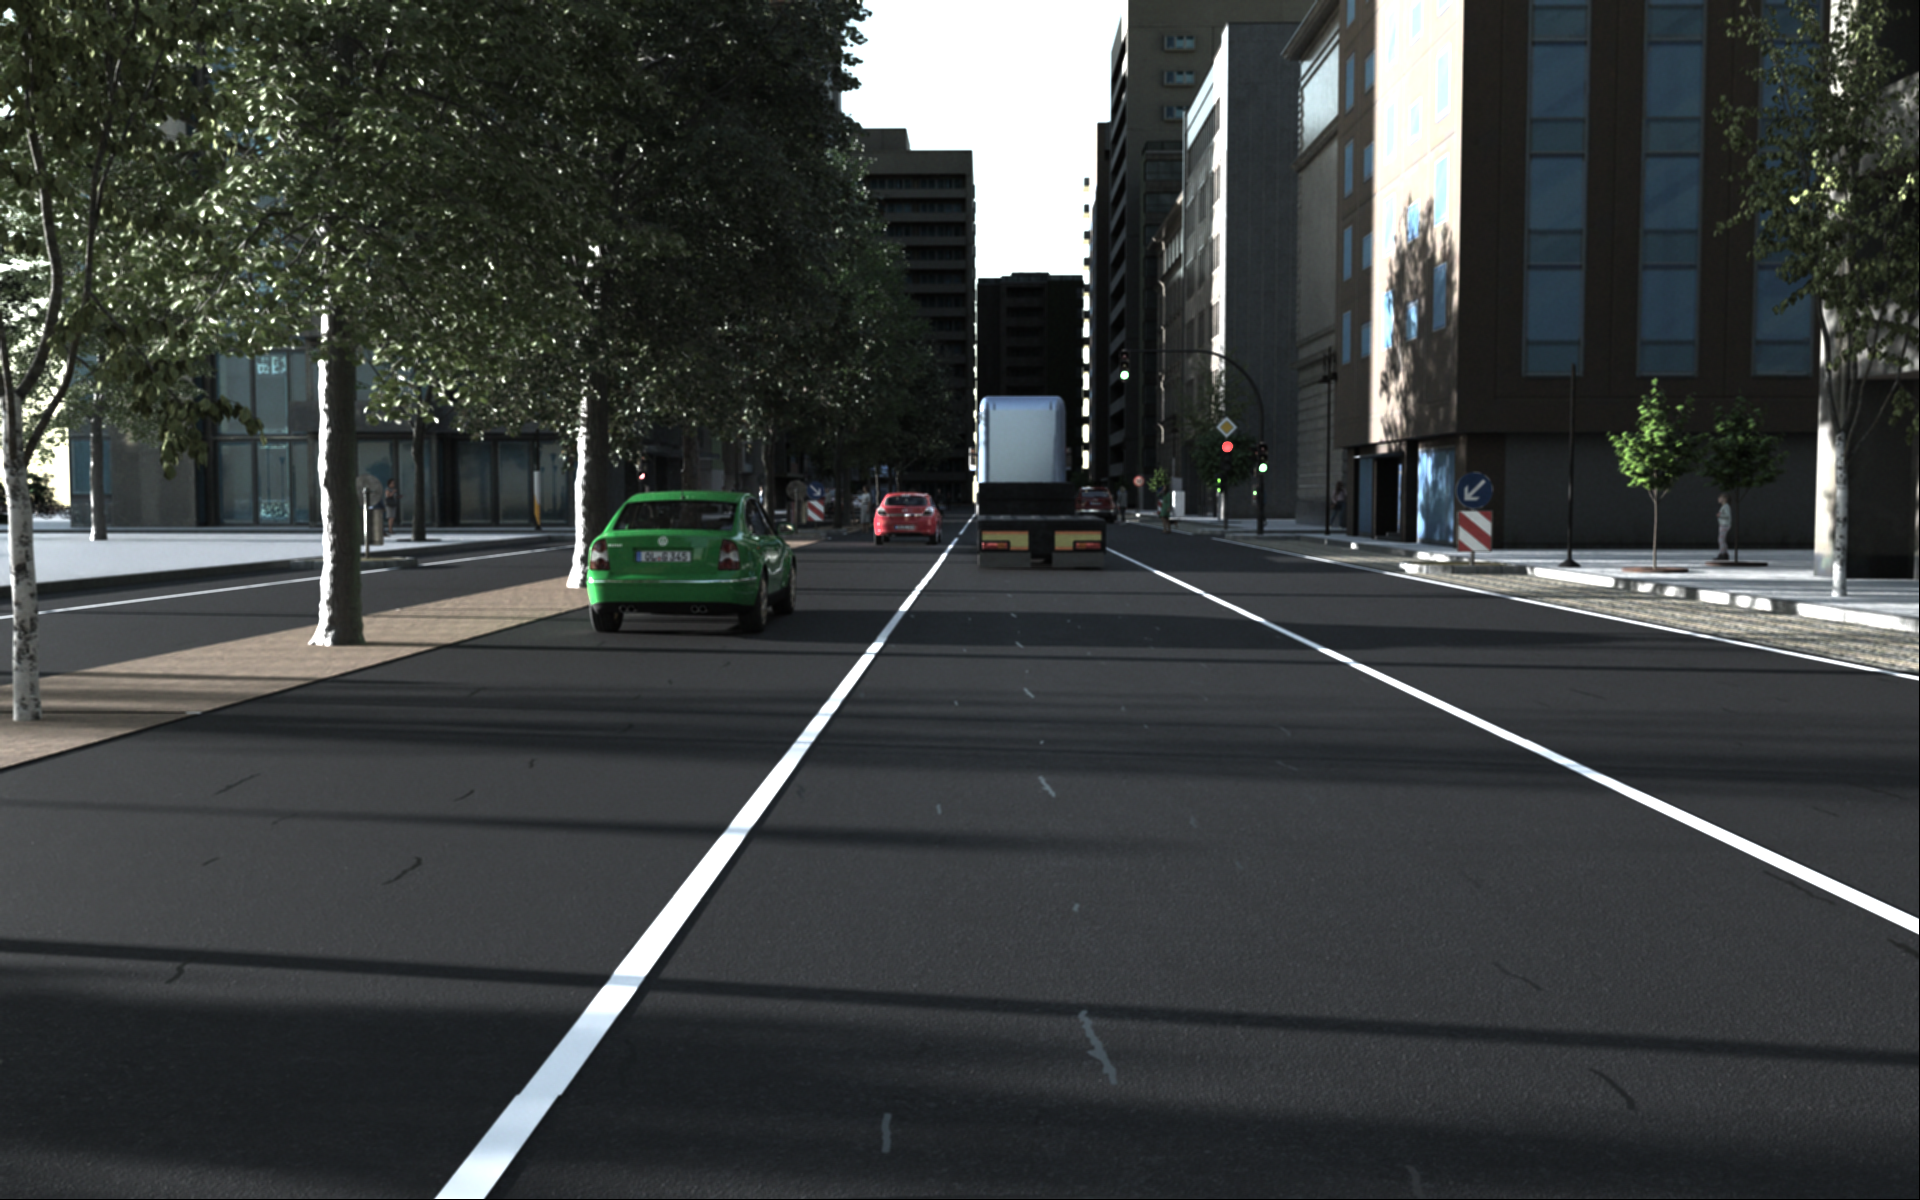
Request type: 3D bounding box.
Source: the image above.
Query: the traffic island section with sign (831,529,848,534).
[{"bbox_3d":[-5.150,-3.335,62.659,2.006,1.907,1.989,0,4,1],"label":"traffic island section with sign"}]

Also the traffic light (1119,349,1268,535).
[{"bbox_3d":[7.372,-4.885,54.540,4.771,5.953,1.251,0,4,1],"label":"traffic light"}]

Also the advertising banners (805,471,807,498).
[{"bbox_3d":[-11.916,-8.304,131.953,0.090,3.025,2.074,1,4,11],"label":"advertising banners"}]

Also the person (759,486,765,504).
[{"bbox_3d":[-13.626,-6.947,119.653,0.654,1.822,0.581,-1,4,-21],"label":"person"}]

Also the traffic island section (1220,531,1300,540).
[{"bbox_3d":[9.505,-1.986,54.758,2.009,0.180,2.903,0,4,1],"label":"traffic island section"}]

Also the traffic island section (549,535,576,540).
[{"bbox_3d":[-11.733,-2.009,55.131,2.009,0.180,2.903,0,4,1],"label":"traffic island section"}]

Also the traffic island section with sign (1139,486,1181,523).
[{"bbox_3d":[10.083,-4.814,87.337,1.989,1.847,2.006,0,4,1],"label":"traffic island section with sign"}]

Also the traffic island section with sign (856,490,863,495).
[{"bbox_3d":[-9.501,-9.555,164.853,1.989,1.847,2.006,0,4,1],"label":"traffic island section with sign"}]

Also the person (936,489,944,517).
[{"bbox_3d":[-1.273,-6.018,107.309,0.576,1.772,0.534,3,4,36],"label":"person"}]

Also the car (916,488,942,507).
[{"bbox_3d":[-1.738,-3.735,70.847,2.009,1.686,4.222,0,3,0],"label":"car"}]

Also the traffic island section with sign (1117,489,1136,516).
[{"bbox_3d":[10.539,-6.462,114.288,1.989,1.847,2.006,0,4,1],"label":"traffic island section with sign"}]

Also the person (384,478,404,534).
[{"bbox_3d":[-18.060,-2.982,55.152,0.532,1.782,0.716,0,4,5],"label":"person"}]

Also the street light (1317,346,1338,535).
[{"bbox_3d":[11.544,-4.982,54.245,0.468,5.910,1.993,0,4,1],"label":"street light"}]

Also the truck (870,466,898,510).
[{"bbox_3d":[-6.474,-10.337,158.775,2.967,4.110,18.799,0,4,3],"label":"truck"}]

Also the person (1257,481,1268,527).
[{"bbox_3d":[11.698,-3.712,67.070,0.444,1.785,0.601,3,5,41],"label":"person"}]

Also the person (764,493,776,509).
[{"bbox_3d":[-8.121,-4.009,74.063,0.555,1.821,0.388,-2,4,-23],"label":"person"}]

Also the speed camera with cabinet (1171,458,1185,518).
[{"bbox_3d":[11.889,-6.120,94.405,0.660,3.252,2.038,0,4,2],"label":"speed camera with cabinet"}]

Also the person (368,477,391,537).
[{"bbox_3d":[-17.614,-2.818,52.298,0.721,1.800,0.419,1,4,23],"label":"person"}]

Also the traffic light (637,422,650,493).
[{"bbox_3d":[-9.462,-5.401,62.978,4.771,5.953,1.251,0,4,1],"label":"traffic light"}]

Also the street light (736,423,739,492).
[{"bbox_3d":[-13.018,-7.839,100.956,0.468,5.910,1.993,0,4,1],"label":"street light"}]

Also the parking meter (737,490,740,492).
[{"bbox_3d":[-12.628,-5.572,99.506,0.372,1.533,0.369,0,3,0],"label":"parking meter"}]

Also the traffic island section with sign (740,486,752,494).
[{"bbox_3d":[-10.837,-4.837,87.709,1.989,1.847,2.006,0,4,1],"label":"traffic island section with sign"}]

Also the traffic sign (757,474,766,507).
[{"bbox_3d":[-12.458,-6.684,109.394,0.768,2.556,0.104,0,4,5],"label":"traffic sign"}]

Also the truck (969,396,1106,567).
[{"bbox_3d":[1.649,-3.185,41.827,2.967,4.110,18.799,0,4,1],"label":"truck"}]

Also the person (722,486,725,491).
[{"bbox_3d":[-15.116,-6.401,111.126,0.534,1.772,0.576,-1,4,-19],"label":"person"}]

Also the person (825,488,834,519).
[{"bbox_3d":[-7.621,-5.601,100.556,0.515,1.767,0.782,-1,4,-17],"label":"person"}]

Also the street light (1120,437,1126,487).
[{"bbox_3d":[12.933,-10.034,136.849,0.468,5.910,1.993,0,4,1],"label":"street light"}]

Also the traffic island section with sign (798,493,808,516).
[{"bbox_3d":[-10.368,-6.487,114.688,1.989,1.847,2.006,0,4,1],"label":"traffic island section with sign"}]

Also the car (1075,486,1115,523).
[{"bbox_3d":[6.653,-4.808,87.279,2.281,1.827,5.304,0,4,0],"label":"car"}]

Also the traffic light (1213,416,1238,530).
[{"bbox_3d":[9.604,-4.508,62.629,0.839,4.253,0.868,0,4,1],"label":"traffic light"}]

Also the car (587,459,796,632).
[{"bbox_3d":[-2.890,-0.644,19.330,1.959,1.807,4.718,0,4,1],"label":"car"}]

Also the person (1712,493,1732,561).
[{"bbox_3d":[14.711,-1.412,33.412,0.394,1.301,0.425,0,4,-2],"label":"person"}]

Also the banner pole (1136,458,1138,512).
[{"bbox_3d":[12.385,-8.023,121.193,0.401,3.779,0.863,1,4,12],"label":"banner pole"}]

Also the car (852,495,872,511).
[{"bbox_3d":[-7.724,-7.301,131.728,2.083,1.381,4.827,0,4,2],"label":"car"}]

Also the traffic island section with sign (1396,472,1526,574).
[{"bbox_3d":[9.113,-1.416,31.775,1.989,1.847,2.006,0,4,1],"label":"traffic island section with sign"}]

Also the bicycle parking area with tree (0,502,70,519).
[{"bbox_3d":[-54.827,-6.685,96.309,9.016,4.147,8.231,-1,4,-18],"label":"bicycle parking area with tree"}]

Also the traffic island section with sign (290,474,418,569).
[{"bbox_3d":[-11.777,-1.547,33.928,1.989,1.847,2.006,0,4,1],"label":"traffic island section with sign"}]

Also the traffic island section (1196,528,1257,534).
[{"bbox_3d":[9.643,-2.475,62.742,2.009,0.180,2.903,0,4,1],"label":"traffic island section"}]

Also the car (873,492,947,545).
[{"bbox_3d":[-1.478,-2.523,50.299,2.155,1.783,4.494,0,4,2],"label":"car"}]

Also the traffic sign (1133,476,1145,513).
[{"bbox_3d":[12.296,-7.271,118.991,0.768,2.556,0.104,0,4,4],"label":"traffic sign"}]

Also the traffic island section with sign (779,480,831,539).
[{"bbox_3d":[-5.289,-2.882,55.253,2.006,1.907,1.989,0,4,1],"label":"traffic island section with sign"}]

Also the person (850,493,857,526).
[{"bbox_3d":[-4.969,-4.233,78.049,0.599,1.781,0.374,0,4,3],"label":"person"}]

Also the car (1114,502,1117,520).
[{"bbox_3d":[7.703,-5.080,95.631,1.945,1.354,3.894,0,3,0],"label":"car"}]

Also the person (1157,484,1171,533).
[{"bbox_3d":[7.542,-3.336,63.283,0.529,1.795,0.600,-2,4,-31],"label":"person"}]

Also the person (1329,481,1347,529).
[{"bbox_3d":[13.698,-3.442,62.914,0.593,1.750,0.643,-1,4,-12],"label":"person"}]

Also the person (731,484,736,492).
[{"bbox_3d":[-14.205,-6.365,109.470,0.474,1.900,0.648,1,4,21],"label":"person"}]

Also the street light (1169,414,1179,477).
[{"bbox_3d":[12.278,-7.739,99.328,0.468,5.910,1.993,0,4,1],"label":"street light"}]

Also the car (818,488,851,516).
[{"bbox_3d":[-7.707,-5.811,103.676,2.281,1.827,5.304,0,4,2],"label":"car"}]

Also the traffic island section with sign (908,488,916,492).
[{"bbox_3d":[-3.854,-7.930,137.786,2.006,1.907,1.989,0,4,1],"label":"traffic island section with sign"}]
